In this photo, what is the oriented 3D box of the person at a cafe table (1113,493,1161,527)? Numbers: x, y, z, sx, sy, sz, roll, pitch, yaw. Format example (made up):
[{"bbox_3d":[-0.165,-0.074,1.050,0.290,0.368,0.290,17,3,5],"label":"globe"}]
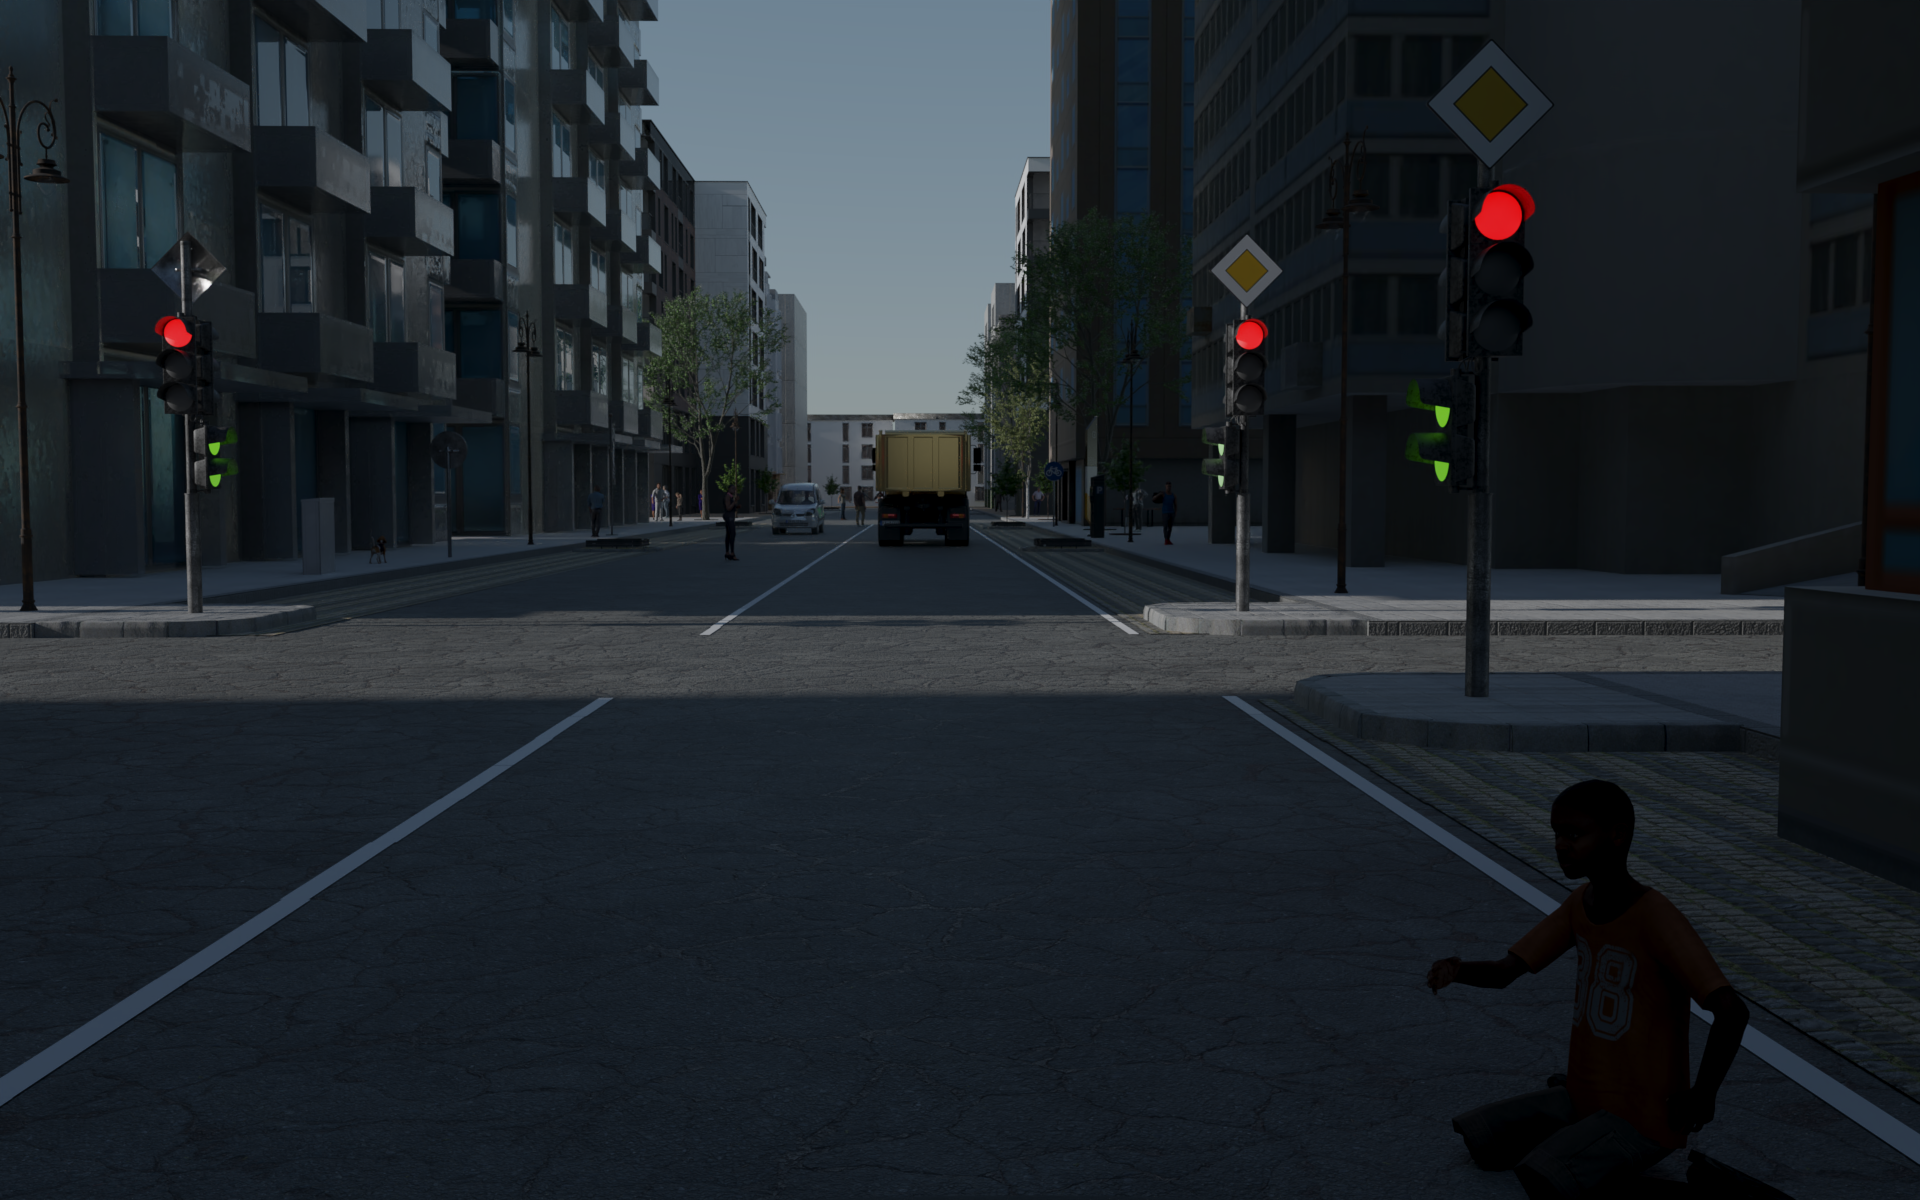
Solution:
[{"bbox_3d":[6.818,-3.599,67.353,1.698,1.524,1.622,1,4,20],"label":"person at a cafe table"}]

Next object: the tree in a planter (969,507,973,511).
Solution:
[{"bbox_3d":[0.097,-9.272,148.822,1.991,3.239,1.994,0,4,-1],"label":"tree in a planter"}]

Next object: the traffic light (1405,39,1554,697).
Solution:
[{"bbox_3d":[3.262,-1.343,10.882,0.839,4.253,0.868,0,4,-1],"label":"traffic light"}]

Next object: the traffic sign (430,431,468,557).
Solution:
[{"bbox_3d":[-10.337,-2.135,35.020,0.768,2.556,0.104,0,4,2],"label":"traffic sign"}]

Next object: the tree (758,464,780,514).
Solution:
[{"bbox_3d":[-12.317,-7.138,111.311,1.663,3.219,1.824,0,3,0],"label":"tree"}]

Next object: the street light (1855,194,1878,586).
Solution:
[{"bbox_3d":[5.385,-2.285,10.141,0.468,5.910,1.993,0,4,-1],"label":"street light"}]

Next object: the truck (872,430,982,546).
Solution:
[{"bbox_3d":[-1.021,-3.372,51.054,3.469,3.379,9.791,0,4,0],"label":"truck"}]

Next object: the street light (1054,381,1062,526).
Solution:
[{"bbox_3d":[3.903,-5.946,70.005,0.468,5.910,1.993,0,4,-1],"label":"street light"}]

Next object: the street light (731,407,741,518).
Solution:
[{"bbox_3d":[-11.903,-7.296,92.083,0.468,5.910,1.993,0,4,-1],"label":"street light"}]

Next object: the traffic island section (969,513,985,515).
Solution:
[{"bbox_3d":[0.748,-6.036,121.552,1.991,0.108,1.994,0,4,-1],"label":"traffic island section"}]

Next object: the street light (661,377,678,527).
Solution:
[{"bbox_3d":[-11.449,-5.848,68.398,0.468,5.910,1.993,0,4,-1],"label":"street light"}]

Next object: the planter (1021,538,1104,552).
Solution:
[{"bbox_3d":[2.537,-1.376,43.631,1.991,0.319,1.994,0,4,-1],"label":"planter"}]

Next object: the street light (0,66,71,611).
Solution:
[{"bbox_3d":[-10.244,-2.819,18.873,0.468,5.910,1.993,0,4,-1],"label":"street light"}]

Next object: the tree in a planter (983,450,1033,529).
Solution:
[{"bbox_3d":[1.924,-4.481,70.479,1.991,3.239,1.994,0,4,-1],"label":"tree in a planter"}]

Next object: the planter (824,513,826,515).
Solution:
[{"bbox_3d":[-10.312,-6.077,120.502,1.991,0.319,1.994,0,4,-1],"label":"planter"}]

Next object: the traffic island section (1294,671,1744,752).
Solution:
[{"bbox_3d":[3.303,0.690,10.997,2.009,0.180,2.903,0,4,-1],"label":"traffic island section"}]

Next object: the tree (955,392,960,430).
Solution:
[{"bbox_3d":[3.527,-10.723,101.083,9.928,11.665,9.643,0,3,0],"label":"tree"}]

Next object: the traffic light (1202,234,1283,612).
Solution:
[{"bbox_3d":[3.077,-1.831,18.865,0.839,4.253,0.868,0,4,-1],"label":"traffic light"}]

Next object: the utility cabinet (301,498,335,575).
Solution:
[{"bbox_3d":[-10.370,-1.029,27.979,0.306,1.237,1.020,0,4,-7],"label":"utility cabinet"}]

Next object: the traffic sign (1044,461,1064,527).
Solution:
[{"bbox_3d":[3.657,-4.125,67.547,0.768,2.556,0.104,0,4,6],"label":"traffic sign"}]

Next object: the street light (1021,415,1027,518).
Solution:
[{"bbox_3d":[3.414,-7.395,93.688,0.468,5.910,1.993,0,4,-1],"label":"street light"}]

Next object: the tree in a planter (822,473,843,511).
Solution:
[{"bbox_3d":[-10.949,-9.205,147.719,1.991,3.239,1.994,0,4,-1],"label":"tree in a planter"}]

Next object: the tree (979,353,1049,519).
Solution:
[{"bbox_3d":[3.277,-8.519,89.648,4.737,8.622,4.395,0,3,0],"label":"tree"}]

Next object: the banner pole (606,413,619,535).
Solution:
[{"bbox_3d":[-10.815,-3.910,53.942,0.401,3.779,0.863,0,4,0],"label":"banner pole"}]

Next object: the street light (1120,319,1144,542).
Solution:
[{"bbox_3d":[4.542,-4.474,45.941,0.468,5.910,1.993,0,4,-1],"label":"street light"}]

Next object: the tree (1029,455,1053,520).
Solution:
[{"bbox_3d":[4.400,-5.552,85.372,1.663,3.219,1.824,0,3,0],"label":"tree"}]

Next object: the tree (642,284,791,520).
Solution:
[{"bbox_3d":[-12.348,-9.719,84.663,9.928,11.665,9.643,0,3,0],"label":"tree"}]

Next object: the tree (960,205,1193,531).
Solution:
[{"bbox_3d":[5.085,-8.291,61.312,9.928,11.665,9.643,0,3,0],"label":"tree"}]

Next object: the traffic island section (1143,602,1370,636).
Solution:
[{"bbox_3d":[3.117,0.202,18.980,2.009,0.180,2.903,0,4,-1],"label":"traffic island section"}]

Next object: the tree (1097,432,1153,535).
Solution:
[{"bbox_3d":[5.166,-3.655,54.357,1.663,3.219,1.824,0,3,0],"label":"tree"}]

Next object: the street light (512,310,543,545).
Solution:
[{"bbox_3d":[-10.880,-4.339,43.723,0.468,5.910,1.993,0,4,-1],"label":"street light"}]

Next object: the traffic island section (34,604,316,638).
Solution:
[{"bbox_3d":[-8.281,0.218,18.721,2.009,0.180,2.903,0,4,-1],"label":"traffic island section"}]

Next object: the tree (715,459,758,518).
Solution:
[{"bbox_3d":[-12.278,-6.095,94.258,1.663,3.219,1.824,0,3,0],"label":"tree"}]

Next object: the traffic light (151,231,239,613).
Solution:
[{"bbox_3d":[-8.241,-1.814,18.588,0.839,4.253,0.868,0,4,-1],"label":"traffic light"}]

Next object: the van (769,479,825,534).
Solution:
[{"bbox_3d":[-5.849,-3.408,62.738,2.013,2.044,4.112,0,4,0],"label":"van"}]

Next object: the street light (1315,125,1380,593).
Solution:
[{"bbox_3d":[4.939,-3.026,22.256,0.468,5.910,1.993,0,4,-1],"label":"street light"}]
